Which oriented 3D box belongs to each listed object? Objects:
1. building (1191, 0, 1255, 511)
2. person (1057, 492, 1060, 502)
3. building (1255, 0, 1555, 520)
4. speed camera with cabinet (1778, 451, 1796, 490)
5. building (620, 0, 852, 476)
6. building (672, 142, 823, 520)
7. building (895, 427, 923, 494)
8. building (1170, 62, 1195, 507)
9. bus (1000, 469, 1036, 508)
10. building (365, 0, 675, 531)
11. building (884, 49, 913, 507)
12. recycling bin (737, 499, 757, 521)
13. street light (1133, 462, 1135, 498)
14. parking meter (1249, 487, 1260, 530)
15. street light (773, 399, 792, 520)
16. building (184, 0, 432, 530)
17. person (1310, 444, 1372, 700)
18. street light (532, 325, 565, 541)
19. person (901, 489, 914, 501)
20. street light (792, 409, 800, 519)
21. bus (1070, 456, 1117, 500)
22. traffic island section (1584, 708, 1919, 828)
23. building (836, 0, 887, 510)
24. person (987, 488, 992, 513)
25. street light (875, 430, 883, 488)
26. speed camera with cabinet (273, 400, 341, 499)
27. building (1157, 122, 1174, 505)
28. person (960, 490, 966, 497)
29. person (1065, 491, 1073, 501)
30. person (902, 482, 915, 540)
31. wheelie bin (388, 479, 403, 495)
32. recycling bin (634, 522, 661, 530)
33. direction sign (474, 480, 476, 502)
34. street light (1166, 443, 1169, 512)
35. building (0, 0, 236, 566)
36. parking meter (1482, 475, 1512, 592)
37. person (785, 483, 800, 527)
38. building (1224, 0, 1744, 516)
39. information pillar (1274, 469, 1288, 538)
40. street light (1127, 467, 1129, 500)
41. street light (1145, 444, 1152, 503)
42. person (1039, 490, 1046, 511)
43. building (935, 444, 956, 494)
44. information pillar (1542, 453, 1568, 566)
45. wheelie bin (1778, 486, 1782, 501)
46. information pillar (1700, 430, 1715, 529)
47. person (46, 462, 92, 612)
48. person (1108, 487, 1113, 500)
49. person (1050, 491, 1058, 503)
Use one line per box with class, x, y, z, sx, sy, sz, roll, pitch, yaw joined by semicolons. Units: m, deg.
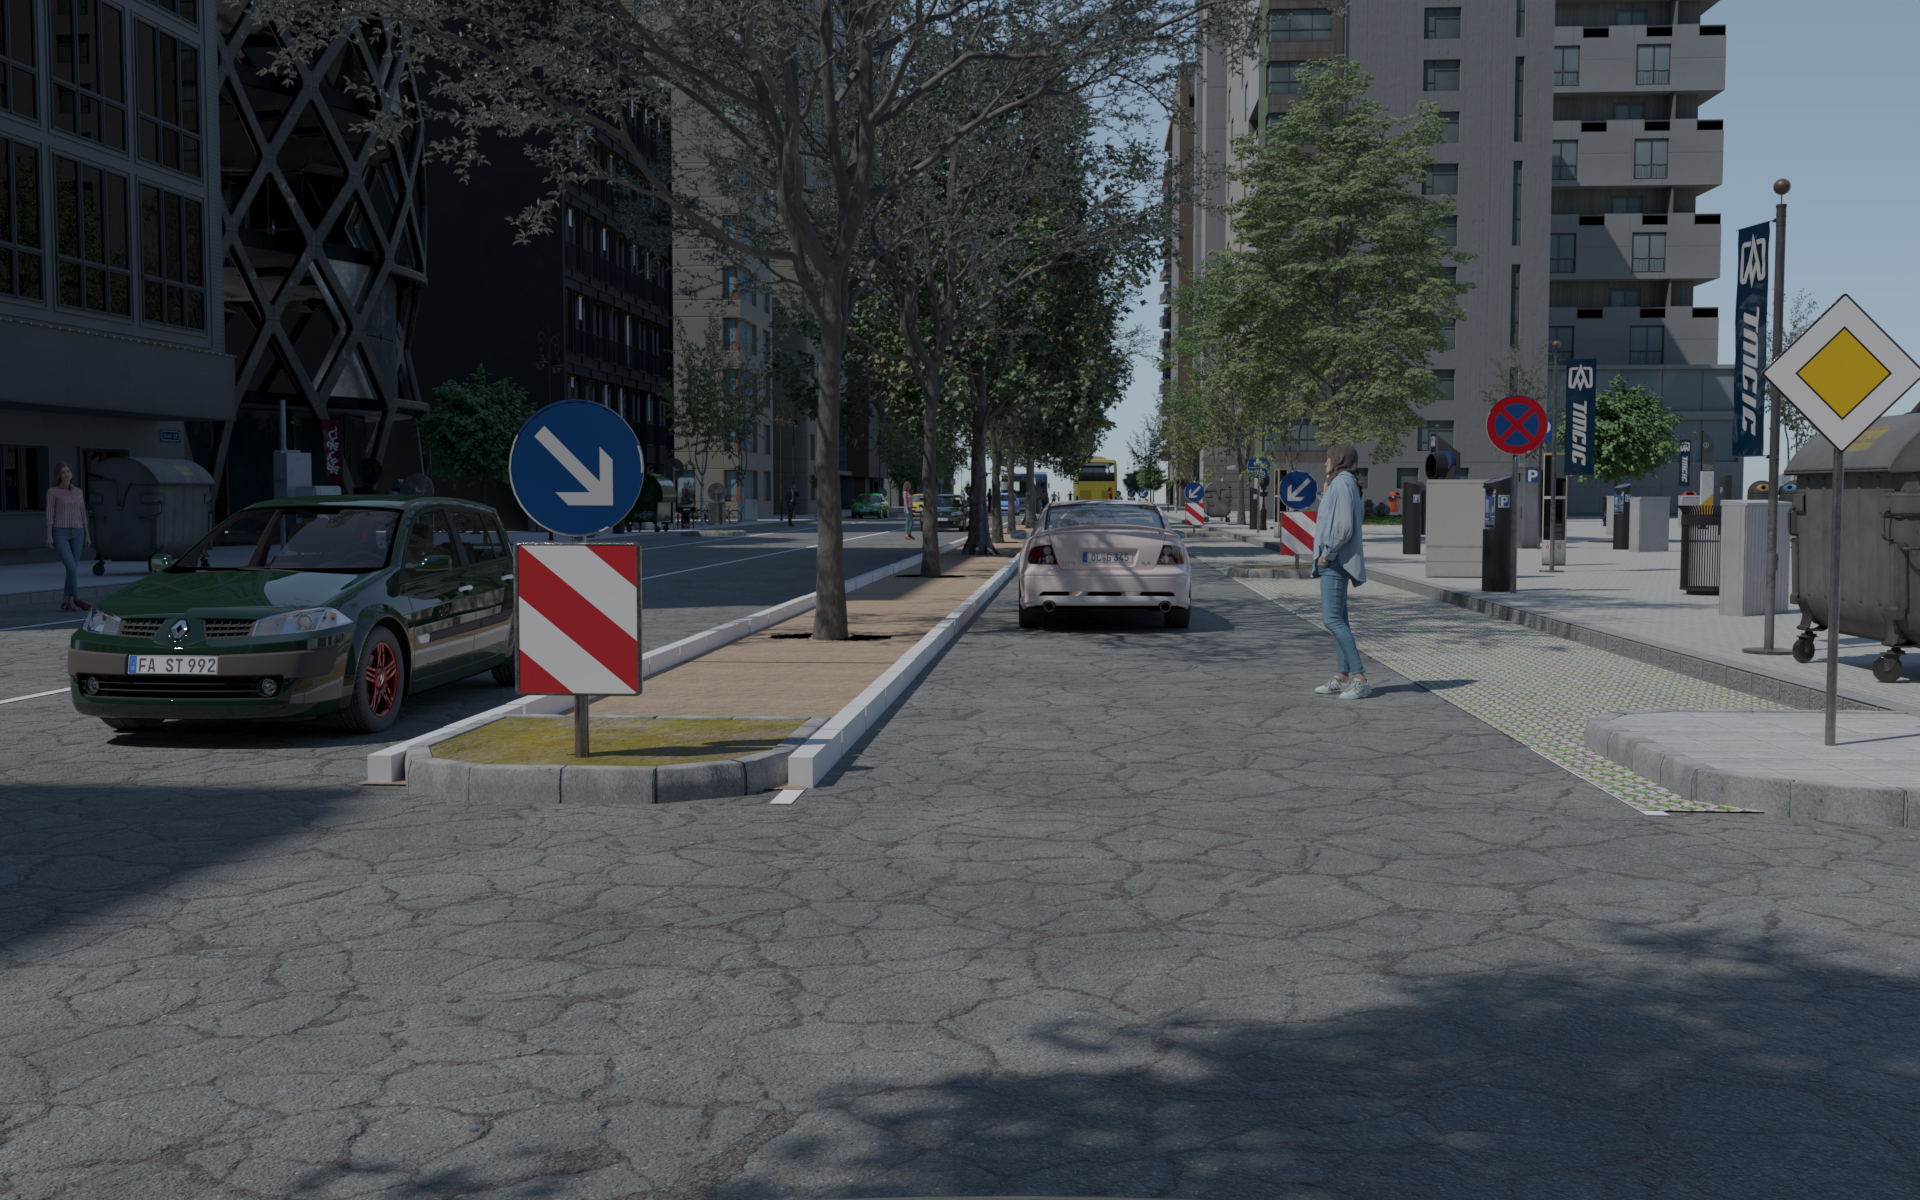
building;29.507;-36.575;140.007;21.231;58.520;28.212;0;4;4
person;13.435;-13.765;234.345;0.721;1.735;1.217;0;4;-5
building;22.738;-19.615;92.402;14.160;30.474;14.107;0;4;4
speed camera with cabinet;38.523;-5.206;79.449;2.038;3.252;0.660;0;4;-4
building;-23.173;-32.987;128.570;28.713;52.752;27.495;0;4;4
building;-23.549;-15.644;100.816;27.650;21.520;28.899;0;4;4
building;-10.832;-33.624;199.856;14.600;45.320;14.200;0;4;4
building;28.876;-32.210;176.751;14.600;45.320;14.200;0;4;4
bus;5.060;-9.415;148.789;2.948;3.499;13.247;0;4;4
building;-19.040;-14.510;66.910;12.332;23.373;15.834;0;4;4
building;-15.617;-45.462;181.552;20.563;71.187;20.611;0;4;4
recycling bin;-10.048;-4.236;81.814;0.722;1.027;0.722;-2;4;-35
street light;20.685;-14.258;205.902;0.468;5.910;1.993;0;4;4
parking meter;10.610;-3.298;62.333;0.372;1.533;0.369;0;3;0
street light;-8.685;-6.810;84.129;0.468;5.910;1.993;0;4;4
building;-23.214;-10.885;45.419;16.820;18.784;16.811;0;4;4
person;2.730;-0.219;12.344;0.793;1.790;0.793;-1;4;-17
street light;-11.264;-4.572;47.536;0.468;5.910;1.993;0;4;4
person;-3.639;-7.204;126.375;1.348;1.812;0.705;1;4;18
street light;-8.397;-7.009;87.393;0.468;5.910;1.993;0;4;4
bus;8.647;-7.371;112.068;2.896;3.916;12.252;0;4;3
traffic island section;4.462;0.821;8.853;2.009;0.180;2.903;0;4;4
building;-13.866;-30.512;148.988;14.600;45.320;14.200;0;4;4
person;2.260;-7.432;129.643;0.705;1.869;1.348;-1;4;-17
street light;-5.783;-9.285;124.601;0.468;5.910;1.993;0;4;4
speed camera with cabinet;-13.619;-2.556;36.122;0.660;3.252;2.038;-3;5;-44
building;34.423;-33.232;197.962;22.147;44.769;28.867;0;4;4
person;0.165;-6.918;122.274;0.621;1.740;0.551;0;4;-4
person;12.932;-11.895;202.993;1.348;1.822;0.705;-1;4;-10
person;-1.610;-2.801;54.308;0.388;1.821;0.555;0;4;3
wheelie bin;-12.009;-1.818;37.635;0.693;1.594;0.980;1;4;20
recycling bin;-11.104;-2.994;61.504;0.722;1.027;0.722;3;5;39
direction sign;-15.451;-3.862;55.142;0.876;3.537;0.379;1;4;9
street light;14.627;-9.099;121.563;0.468;5.910;1.993;0;4;4
building;-22.812;-14.139;24.687;14.314;27.812;24.014;0;4;4
parking meter;7.071;-0.879;22.789;0.372;1.533;0.369;0;3;0
person;-7.418;-4.216;76.793;0.474;1.900;0.648;2;4;32
building;31.768;-31.966;111.888;28.713;52.752;27.495;0;4;4
information pillar;9.384;-2.822;50.632;0.304;2.012;0.304;-1;4;-13
street light;23.508;-16.495;242.474;0.468;5.910;1.993;0;4;4
street light;17.392;-11.336;158.139;0.468;5.910;1.993;0;4;4
person;6.874;-8.269;144.404;0.721;1.736;1.217;2;4;28
building;-15.419;-23.118;223.014;27.650;21.520;28.899;0;4;4
information pillar;10.643;-1.621;30.992;0.304;2.012;0.304;-1;4;-20
wheelie bin;31.469;-3.538;65.755;0.980;1.594;0.693;0;4;6
information pillar;27.203;-4.388;63.093;0.504;3.616;0.183;-1;4;-8
person;-10.897;-0.772;21.129;0.388;1.821;0.555;1;4;22
person;8.757;-5.639;100.634;0.705;1.831;1.348;1;4;13
person;9.324;-9.954;172.183;0.756;1.711;0.436;1;4;19
